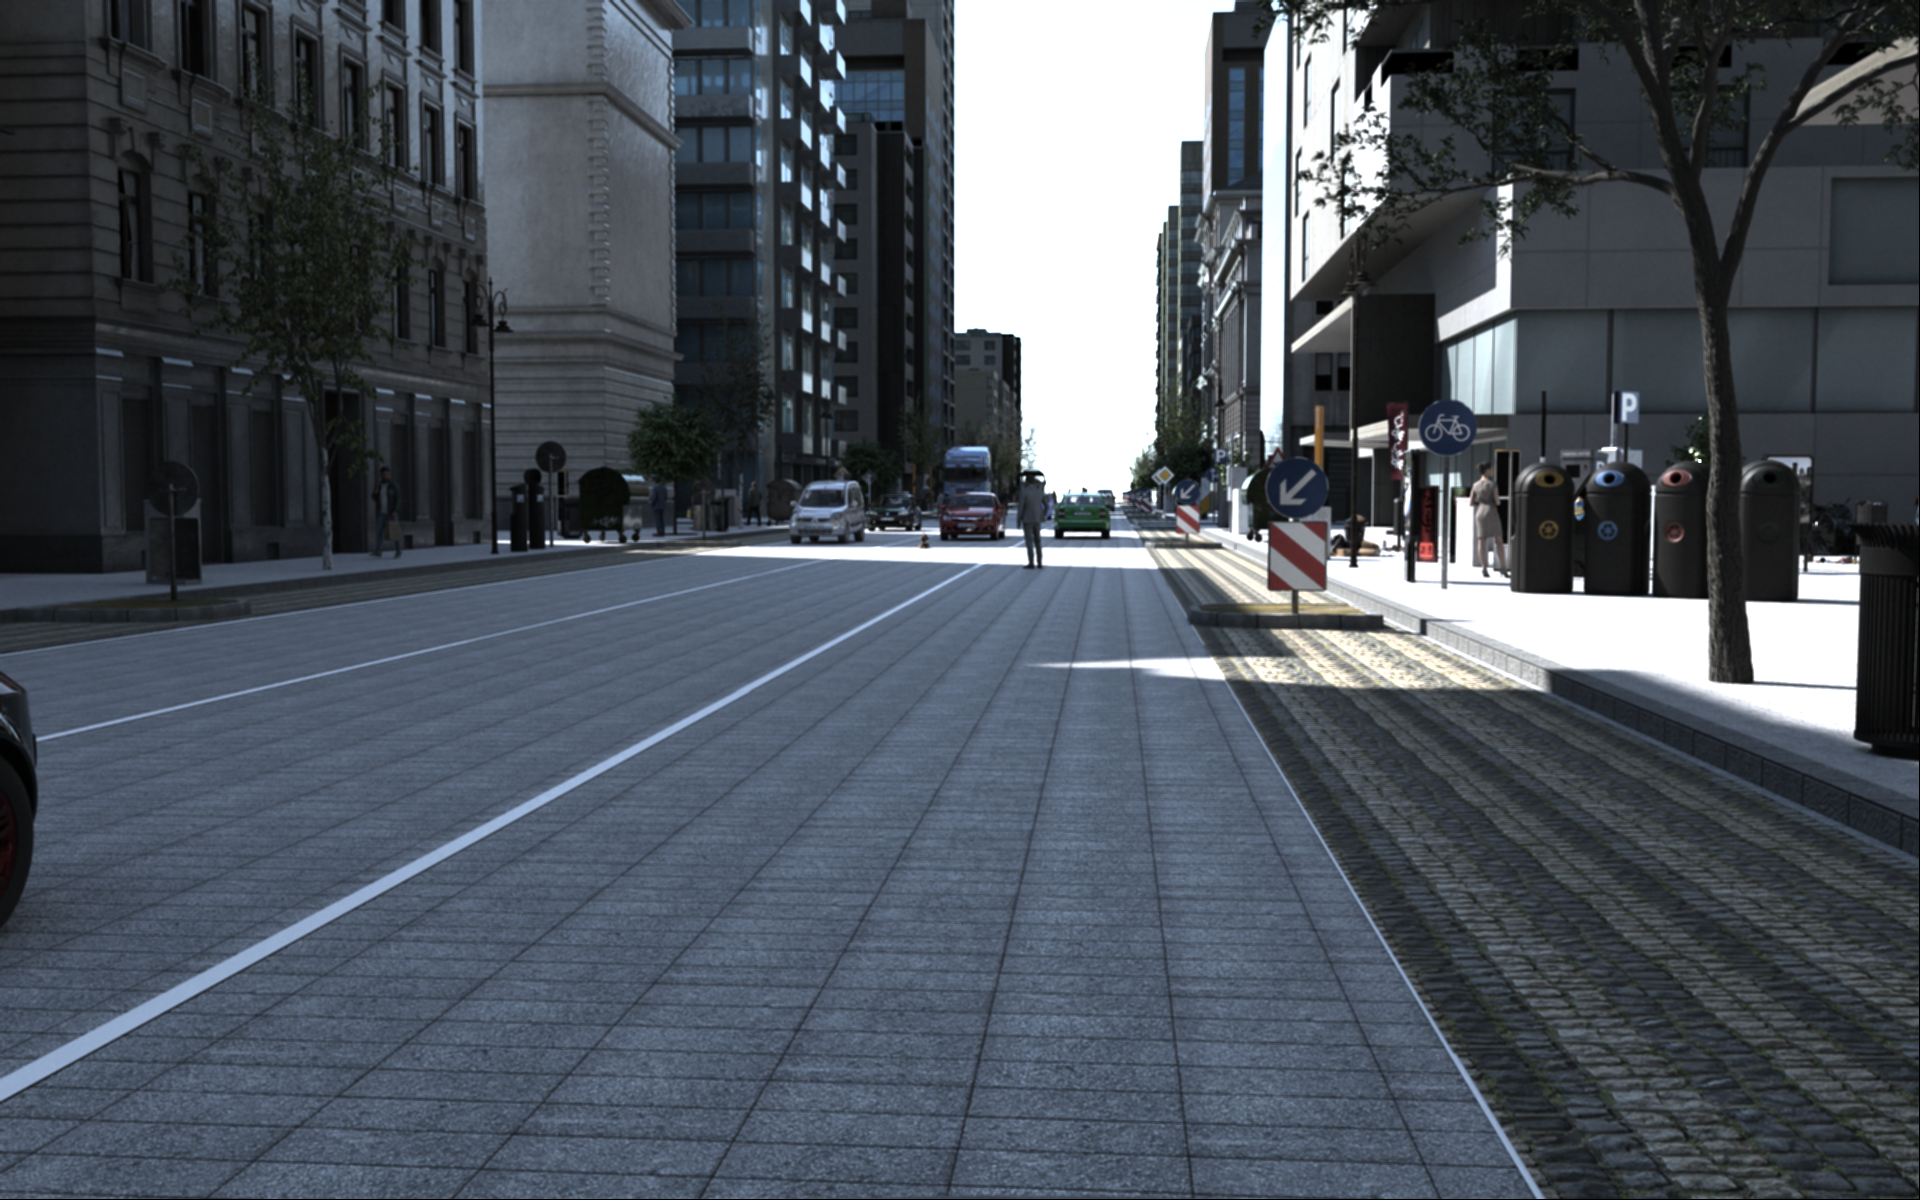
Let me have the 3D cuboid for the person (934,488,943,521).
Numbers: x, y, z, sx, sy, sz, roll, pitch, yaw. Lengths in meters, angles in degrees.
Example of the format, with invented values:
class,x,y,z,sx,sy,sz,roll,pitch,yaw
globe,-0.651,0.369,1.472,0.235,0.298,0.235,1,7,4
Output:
class,x,y,z,sx,sy,sz,roll,pitch,yaw
person,-1.012,-5.097,92.594,0.760,1.731,0.466,-1,4,-16

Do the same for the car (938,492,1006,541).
class,x,y,z,sx,sy,sz,roll,pitch,yaw
car,0.424,-2.798,54.786,2.155,1.783,4.494,0,4,6

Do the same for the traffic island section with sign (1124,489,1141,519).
class,x,y,z,sx,sy,sz,roll,pitch,yaw
traffic island section with sign,10.728,-5.649,100.983,1.989,1.847,2.006,0,4,5

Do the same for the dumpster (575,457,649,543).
class,x,y,z,sx,sy,sz,roll,pitch,yaw
dumpster,-9.212,-2.651,45.837,1.502,2.255,1.985,0,4,5

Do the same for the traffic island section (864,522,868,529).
class,x,y,z,sx,sy,sz,roll,pitch,yaw
traffic island section,-4.199,-3.518,79.799,2.009,0.180,2.903,0,4,5

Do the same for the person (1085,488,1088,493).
class,x,y,z,sx,sy,sz,roll,pitch,yaw
person,8.109,-6.295,111.617,0.583,1.804,0.606,-3,4,-38

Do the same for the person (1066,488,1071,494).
class,x,y,z,sx,sy,sz,roll,pitch,yaw
person,7.667,-6.993,122.740,0.836,1.842,0.656,0,4,8

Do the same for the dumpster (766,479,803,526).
class,x,y,z,sx,sy,sz,roll,pitch,yaw
dumpster,-7.046,-3.893,69.406,1.264,1.857,1.865,0,4,5

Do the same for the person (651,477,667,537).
class,x,y,z,sx,sy,sz,roll,pitch,yaw
person,-9.034,-2.802,52.039,0.419,1.800,0.721,2,4,26

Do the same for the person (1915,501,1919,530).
class,x,y,z,sx,sy,sz,roll,pitch,yaw
person,5.733,-0.232,9.868,0.581,1.822,0.654,3,5,43

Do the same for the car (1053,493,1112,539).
class,x,y,z,sx,sy,sz,roll,pitch,yaw
car,4.014,-2.934,56.768,1.959,1.807,4.718,0,4,4

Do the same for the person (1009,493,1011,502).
class,x,y,z,sx,sy,sz,roll,pitch,yaw
person,7.606,-15.731,264.159,0.530,1.710,0.541,-1,4,-17

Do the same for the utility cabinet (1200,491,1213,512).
class,x,y,z,sx,sy,sz,roll,pitch,yaw
utility cabinet,16.921,-6.778,119.497,1.173,1.500,0.318,0,4,2

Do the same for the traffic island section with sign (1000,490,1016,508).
class,x,y,z,sx,sy,sz,roll,pitch,yaw
traffic island section with sign,4.485,-10.416,178.929,1.989,1.847,2.006,0,4,5

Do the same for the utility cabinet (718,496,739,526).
class,x,y,z,sx,sy,sz,roll,pitch,yaw
utility cabinet,-9.241,-3.553,69.259,1.020,1.237,0.306,3,5,44

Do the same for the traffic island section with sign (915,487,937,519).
class,x,y,z,sx,sy,sz,roll,pitch,yaw
traffic island section with sign,-2.282,-5.689,101.639,1.989,1.847,2.006,0,4,5

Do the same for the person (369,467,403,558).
class,x,y,z,sx,sy,sz,roll,pitch,yaw
person,-11.326,-1.731,34.327,0.794,1.824,0.713,2,4,28

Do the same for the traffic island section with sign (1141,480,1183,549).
class,x,y,z,sx,sy,sz,roll,pitch,yaw
traffic island section with sign,5.916,-2.292,46.095,1.989,1.847,2.006,0,4,5

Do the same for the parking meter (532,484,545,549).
class,x,y,z,sx,sy,sz,roll,pitch,yaw
parking meter,-9.895,-1.962,40.483,0.372,1.533,0.369,0,3,0

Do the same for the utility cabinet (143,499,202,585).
class,x,y,z,sx,sy,sz,roll,pitch,yaw
utility cabinet,-11.213,-0.825,24.657,1.020,1.237,0.306,3,4,36

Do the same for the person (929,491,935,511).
class,x,y,z,sx,sy,sz,roll,pitch,yaw
person,-2.148,-7.661,131.499,0.606,1.804,0.583,-2,4,-29

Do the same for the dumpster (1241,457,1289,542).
class,x,y,z,sx,sy,sz,roll,pitch,yaw
dumpster,8.416,-2.708,46.764,1.502,2.255,1.985,0,4,5

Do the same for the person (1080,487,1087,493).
class,x,y,z,sx,sy,sz,roll,pitch,yaw
person,6.353,-4.869,88.284,0.661,1.801,0.590,-1,4,-15

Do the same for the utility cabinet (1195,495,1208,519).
class,x,y,z,sx,sy,sz,roll,pitch,yaw
utility cabinet,12.422,-4.762,89.027,0.306,1.237,1.020,-1,4,-15

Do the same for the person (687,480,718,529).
class,x,y,z,sx,sy,sz,roll,pitch,yaw
person,-9.150,-3.427,62.300,1.509,1.804,0.699,2,4,33

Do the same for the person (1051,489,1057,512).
class,x,y,z,sx,sy,sz,roll,pitch,yaw
person,7.378,-7.818,136.418,0.694,1.812,0.767,-2,4,-31

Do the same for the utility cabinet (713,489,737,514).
class,x,y,z,sx,sy,sz,roll,pitch,yaw
utility cabinet,-10.880,-4.354,79.861,1.173,1.500,0.318,-3,5,-41

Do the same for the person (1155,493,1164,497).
class,x,y,z,sx,sy,sz,roll,pitch,yaw
person,20.857,-10.633,179.861,1.348,1.831,0.705,3,5,39

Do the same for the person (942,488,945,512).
class,x,y,z,sx,sy,sz,roll,pitch,yaw
person,-1.047,-6.284,111.418,0.419,1.800,0.721,-1,4,-15

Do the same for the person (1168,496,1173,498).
class,x,y,z,sx,sy,sz,roll,pitch,yaw
person,28.051,-13.596,229.053,1.217,1.735,0.721,-2,4,-25

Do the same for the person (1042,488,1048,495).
class,x,y,z,sx,sy,sz,roll,pitch,yaw
person,5.149,-6.006,106.786,0.616,1.811,0.778,2,4,35

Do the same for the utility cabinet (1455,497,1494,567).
class,x,y,z,sx,sy,sz,roll,pitch,yaw
utility cabinet,9.129,-1.204,30.842,0.306,1.237,1.020,0,4,-1

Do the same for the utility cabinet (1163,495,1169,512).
class,x,y,z,sx,sy,sz,roll,pitch,yaw
utility cabinet,14.810,-6.951,124.815,0.306,1.237,1.020,0,4,0

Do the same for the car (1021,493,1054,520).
class,x,y,z,sx,sy,sz,roll,pitch,yaw
car,4.290,-5.352,97.090,1.945,1.707,3.694,0,4,4

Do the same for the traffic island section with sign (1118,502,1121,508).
class,x,y,z,sx,sy,sz,roll,pitch,yaw
traffic island section with sign,17.518,-10.380,178.335,1.989,1.847,2.006,0,4,5

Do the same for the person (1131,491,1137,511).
class,x,y,z,sx,sy,sz,roll,pitch,yaw
person,15.061,-8.590,149.611,0.731,1.740,0.598,2,4,26

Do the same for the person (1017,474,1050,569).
class,x,y,z,sx,sy,sz,roll,pitch,yaw
person,1.391,-1.512,33.314,0.635,1.810,0.391,-2,4,-34

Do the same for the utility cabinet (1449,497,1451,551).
class,x,y,z,sx,sy,sz,roll,pitch,yaw
utility cabinet,11.543,-1.699,38.934,1.020,1.237,0.306,1,4,16

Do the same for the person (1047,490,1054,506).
class,x,y,z,sx,sy,sz,roll,pitch,yaw
person,6.962,-7.652,133.970,0.694,1.780,0.624,3,5,40

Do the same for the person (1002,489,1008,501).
class,x,y,z,sx,sy,sz,roll,pitch,yaw
person,3.393,-7.644,133.260,0.659,1.850,0.755,-1,4,-23

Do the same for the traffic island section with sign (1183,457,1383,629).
class,x,y,z,sx,sy,sz,roll,pitch,yaw
traffic island section with sign,3.551,-0.649,19.237,1.989,1.847,2.006,0,4,5

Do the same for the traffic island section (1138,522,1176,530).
class,x,y,z,sx,sy,sz,roll,pitch,yaw
traffic island section,8.394,-2.960,70.678,2.009,0.180,2.903,0,4,5

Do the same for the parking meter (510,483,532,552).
class,x,y,z,sx,sy,sz,roll,pitch,yaw
parking meter,-9.840,-1.848,38.619,0.372,1.533,0.369,0,3,0

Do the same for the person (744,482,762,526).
class,x,y,z,sx,sy,sz,roll,pitch,yaw
person,-8.386,-3.904,70.274,0.834,1.777,0.661,3,5,40

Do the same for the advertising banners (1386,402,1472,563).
class,x,y,z,sx,sy,sz,roll,pitch,yaw
advertising banners,8.799,-2.219,32.463,0.090,3.025,2.074,-3,4,-37

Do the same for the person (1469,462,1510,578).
class,x,y,z,sx,sy,sz,roll,pitch,yaw
person,8.178,-1.242,26.693,0.374,1.781,0.599,-3,5,-43

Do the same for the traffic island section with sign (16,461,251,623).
class,x,y,z,sx,sy,sz,roll,pitch,yaw
traffic island section with sign,-9.436,-0.703,20.116,1.989,1.847,2.006,0,4,5

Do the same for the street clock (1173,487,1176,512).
class,x,y,z,sx,sy,sz,roll,pitch,yaw
street clock,15.107,-7.118,120.954,0.471,2.002,0.358,-1,4,-19

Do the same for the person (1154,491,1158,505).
class,x,y,z,sx,sy,sz,roll,pitch,yaw
person,23.296,-12.093,203.843,0.705,1.814,1.350,-3,5,-42

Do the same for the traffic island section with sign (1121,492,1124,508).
class,x,y,z,sx,sy,sz,roll,pitch,yaw
traffic island section with sign,13.090,-7.291,127.834,1.989,1.847,2.006,0,4,5

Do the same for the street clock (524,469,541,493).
class,x,y,z,sx,sy,sz,roll,pitch,yaw
street clock,-12.166,-2.739,49.351,0.358,2.002,0.471,2,4,32

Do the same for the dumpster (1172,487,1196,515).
class,x,y,z,sx,sy,sz,roll,pitch,yaw
dumpster,13.165,-6.018,100.893,1.502,2.255,1.985,0,4,5

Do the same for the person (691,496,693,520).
class,x,y,z,sx,sy,sz,roll,pitch,yaw
person,-13.116,-4.858,85.473,0.388,1.821,0.555,-1,4,-10

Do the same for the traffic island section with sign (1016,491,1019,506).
class,x,y,z,sx,sy,sz,roll,pitch,yaw
traffic island section with sign,6.851,-12.058,205.781,1.989,1.847,2.006,0,4,5

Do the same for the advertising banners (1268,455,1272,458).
class,x,y,z,sx,sy,sz,roll,pitch,yaw
advertising banners,13.788,-5.042,78.619,0.090,3.025,2.074,-1,4,-11

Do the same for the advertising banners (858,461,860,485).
class,x,y,z,sx,sy,sz,roll,pitch,yaw
advertising banners,-5.307,-5.736,89.976,0.090,3.025,2.074,0,4,-8

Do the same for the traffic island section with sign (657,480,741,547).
class,x,y,z,sx,sy,sz,roll,pitch,yaw
traffic island section with sign,-7.050,-2.361,47.238,1.989,1.847,2.006,0,4,5
